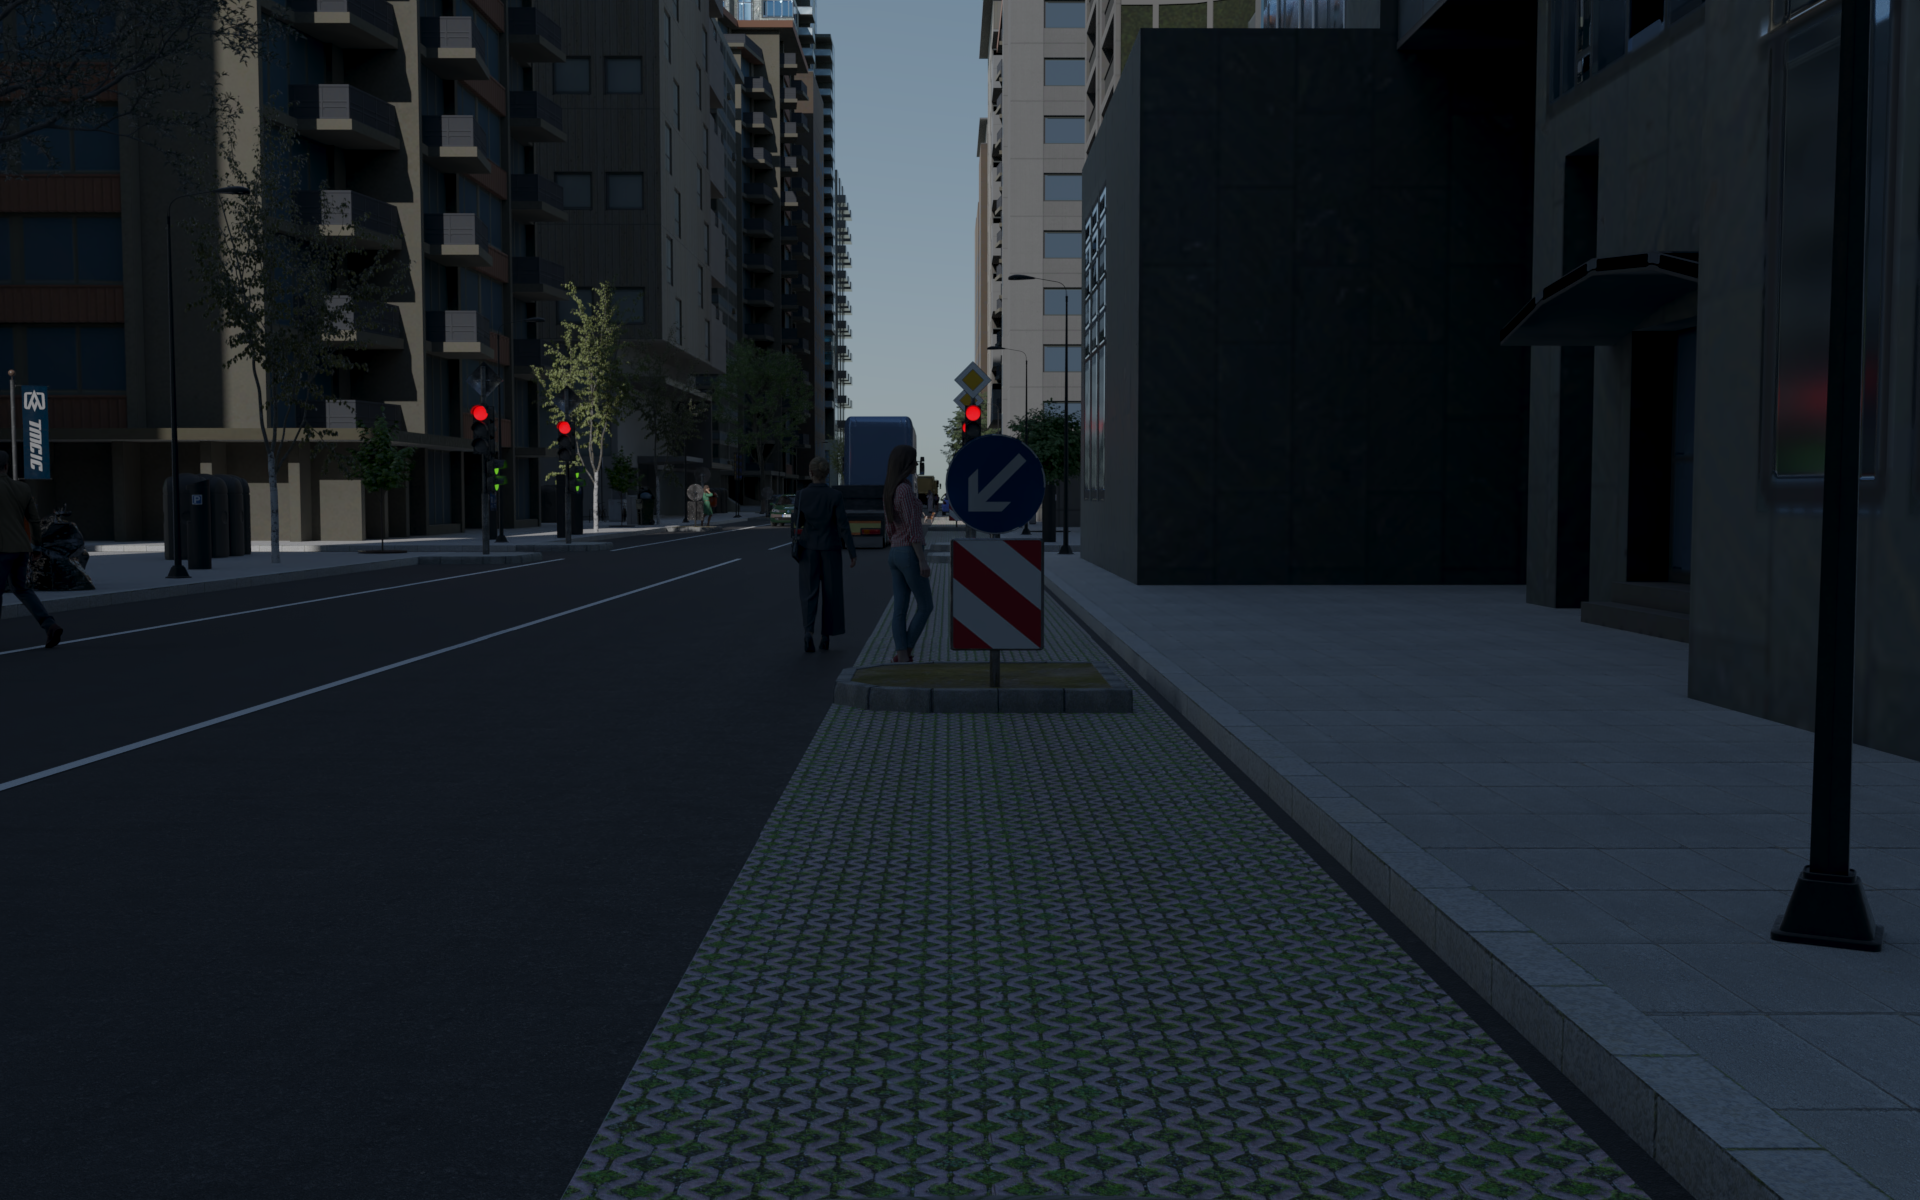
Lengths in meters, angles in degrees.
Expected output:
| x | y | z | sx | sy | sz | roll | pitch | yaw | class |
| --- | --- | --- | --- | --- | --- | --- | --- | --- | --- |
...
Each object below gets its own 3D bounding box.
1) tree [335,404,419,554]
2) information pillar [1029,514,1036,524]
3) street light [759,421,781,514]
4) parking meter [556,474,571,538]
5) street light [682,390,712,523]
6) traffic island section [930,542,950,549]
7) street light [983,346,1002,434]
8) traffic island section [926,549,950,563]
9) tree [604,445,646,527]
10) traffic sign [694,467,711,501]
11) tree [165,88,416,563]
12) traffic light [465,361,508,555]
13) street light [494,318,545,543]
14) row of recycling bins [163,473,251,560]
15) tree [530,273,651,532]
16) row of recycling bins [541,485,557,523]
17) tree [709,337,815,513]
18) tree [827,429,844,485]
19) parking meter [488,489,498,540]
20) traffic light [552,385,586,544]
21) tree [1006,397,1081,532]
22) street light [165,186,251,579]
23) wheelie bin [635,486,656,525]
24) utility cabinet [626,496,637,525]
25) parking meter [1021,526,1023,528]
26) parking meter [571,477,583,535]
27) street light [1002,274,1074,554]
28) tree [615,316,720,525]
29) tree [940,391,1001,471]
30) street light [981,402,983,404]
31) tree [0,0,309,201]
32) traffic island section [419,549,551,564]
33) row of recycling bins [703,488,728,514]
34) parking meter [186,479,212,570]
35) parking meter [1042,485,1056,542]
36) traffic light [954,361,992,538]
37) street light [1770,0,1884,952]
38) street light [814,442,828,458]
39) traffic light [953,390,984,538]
| x | y | z | sx | sy | sz | roll | pitch | yaw | class |
| --- | --- | --- | --- | --- | --- | --- | --- | --- | --- |
| -12.459 | -2.622 | 37.467 | 1.663 | 3.219 | 1.824 | 0 | 3 | 0 | tree |
| 3.089 | -4.223 | 73.534 | 0.304 | 2.012 | 0.304 | 0 | 4 | 5 | information pillar |
| -12.077 | -8.412 | 110.078 | 1.470 | 5.913 | 1.316 | 0 | 4 | 0 | street light |
| -11.628 | -2.746 | 50.604 | 0.255 | 1.863 | 0.399 | 0 | 4 | -1 | parking meter |
| -11.777 | -6.429 | 77.658 | 1.470 | 5.913 | 1.316 | 0 | 4 | 0 | street light |
| 0.242 | -1.382 | 44.882 | 2.009 | 0.180 | 2.903 | 0 | 4 | 0 | traffic island section |
| 1.547 | -5.012 | 54.485 | 1.470 | 5.913 | 1.316 | 0 | 4 | 0 | street light |
| 0.295 | -0.894 | 36.897 | 2.009 | 0.180 | 2.903 | 0 | 4 | 0 | traffic island section |
| -13.142 | -4.484 | 67.915 | 1.663 | 3.219 | 1.824 | 0 | 3 | 0 | tree |
| -12.069 | -4.958 | 81.163 | 0.768 | 2.556 | 0.104 | 0 | 4 | 0 | traffic sign |
| -12.535 | -4.984 | 31.847 | 4.360 | 8.622 | 3.978 | 0 | 3 | 0 | tree |
| -10.056 | -2.922 | 36.699 | 0.839 | 4.253 | 0.868 | 0 | 4 | 0 | traffic light |
| -11.611 | -4.476 | 45.728 | 1.470 | 5.913 | 1.316 | 0 | 4 | 0 | street light |
| -15.283 | -1.726 | 35.336 | 1.069 | 1.692 | 3.534 | 0 | 4 | -6 | row of recycling bins |
| -12.331 | -6.598 | 58.239 | 4.737 | 8.622 | 4.395 | 0 | 3 | 0 | tree |
| -18.163 | -4.354 | 78.297 | 1.069 | 1.692 | 3.534 | 1 | 4 | 9 | row of recycling bins |
| -13.295 | -11.616 | 115.672 | 9.928 | 11.665 | 9.643 | 0 | 3 | 0 | tree |
| -13.262 | -15.027 | 196.052 | 4.737 | 8.622 | 4.395 | 0 | 3 | 0 | tree |
| -13.188 | -2.460 | 48.631 | 0.372 | 1.533 | 0.369 | 0 | 3 | 0 | parking meter |
| -10.109 | -3.411 | 44.684 | 0.839 | 4.253 | 0.868 | 0 | 4 | 0 | traffic light |
| 2.970 | -4.578 | 58.568 | 4.285 | 4.588 | 4.351 | 0 | 3 | 0 | tree |
| -11.397 | -3.286 | 26.272 | 1.470 | 5.913 | 1.316 | 0 | 4 | 0 | street light |
| -12.994 | -3.889 | 71.496 | 0.693 | 1.594 | 0.980 | -3 | 4 | -39 | wheelie bin |
| -13.592 | -3.782 | 73.004 | 0.306 | 1.237 | 1.020 | 2 | 4 | 33 | utility cabinet |
| 2.200 | -3.696 | 66.147 | 0.255 | 1.863 | 0.399 | 3 | 5 | 44 | parking meter |
| -12.060 | -2.981 | 54.453 | 0.255 | 1.863 | 0.399 | 2 | 4 | 32 | parking meter |
| 1.716 | -3.929 | 36.780 | 1.470 | 5.913 | 1.316 | 0 | 4 | 0 | street light |
| -12.466 | -7.480 | 72.659 | 4.360 | 8.622 | 3.978 | 0 | 3 | 0 | tree |
| 2.460 | -18.210 | 204.383 | 9.857 | 13.997 | 8.962 | 0 | 3 | 0 | tree |
| 1.384 | -7.009 | 87.131 | 1.470 | 5.913 | 1.316 | 0 | 4 | 0 | street light |
| -12.663 | -6.632 | 18.806 | 12.009 | 13.543 | 11.850 | 0 | 3 | 0 | tree |
| -10.096 | -0.890 | 36.834 | 2.009 | 0.180 | 2.903 | 0 | 4 | 0 | traffic island section |
| -16.188 | -6.582 | 114.734 | 1.069 | 1.692 | 3.534 | 1 | 4 | 10 | row of recycling bins |
| -12.976 | -1.291 | 29.523 | 0.372 | 1.533 | 0.369 | 0 | 3 | 0 | parking meter |
| 2.377 | -2.310 | 46.173 | 0.372 | 1.533 | 0.369 | 0 | 3 | 0 | parking meter |
| 0.255 | -2.927 | 36.783 | 0.839 | 4.253 | 0.868 | 0 | 4 | 0 | traffic light |
| 1.977 | -1.976 | 4.850 | 1.470 | 5.913 | 1.316 | 0 | 4 | 0 | street light |
| -12.371 | -11.083 | 153.742 | 1.470 | 5.913 | 1.316 | 0 | 4 | 0 | street light |
| 0.202 | -3.416 | 44.768 | 0.839 | 4.253 | 0.868 | 0 | 4 | 0 | traffic light |
